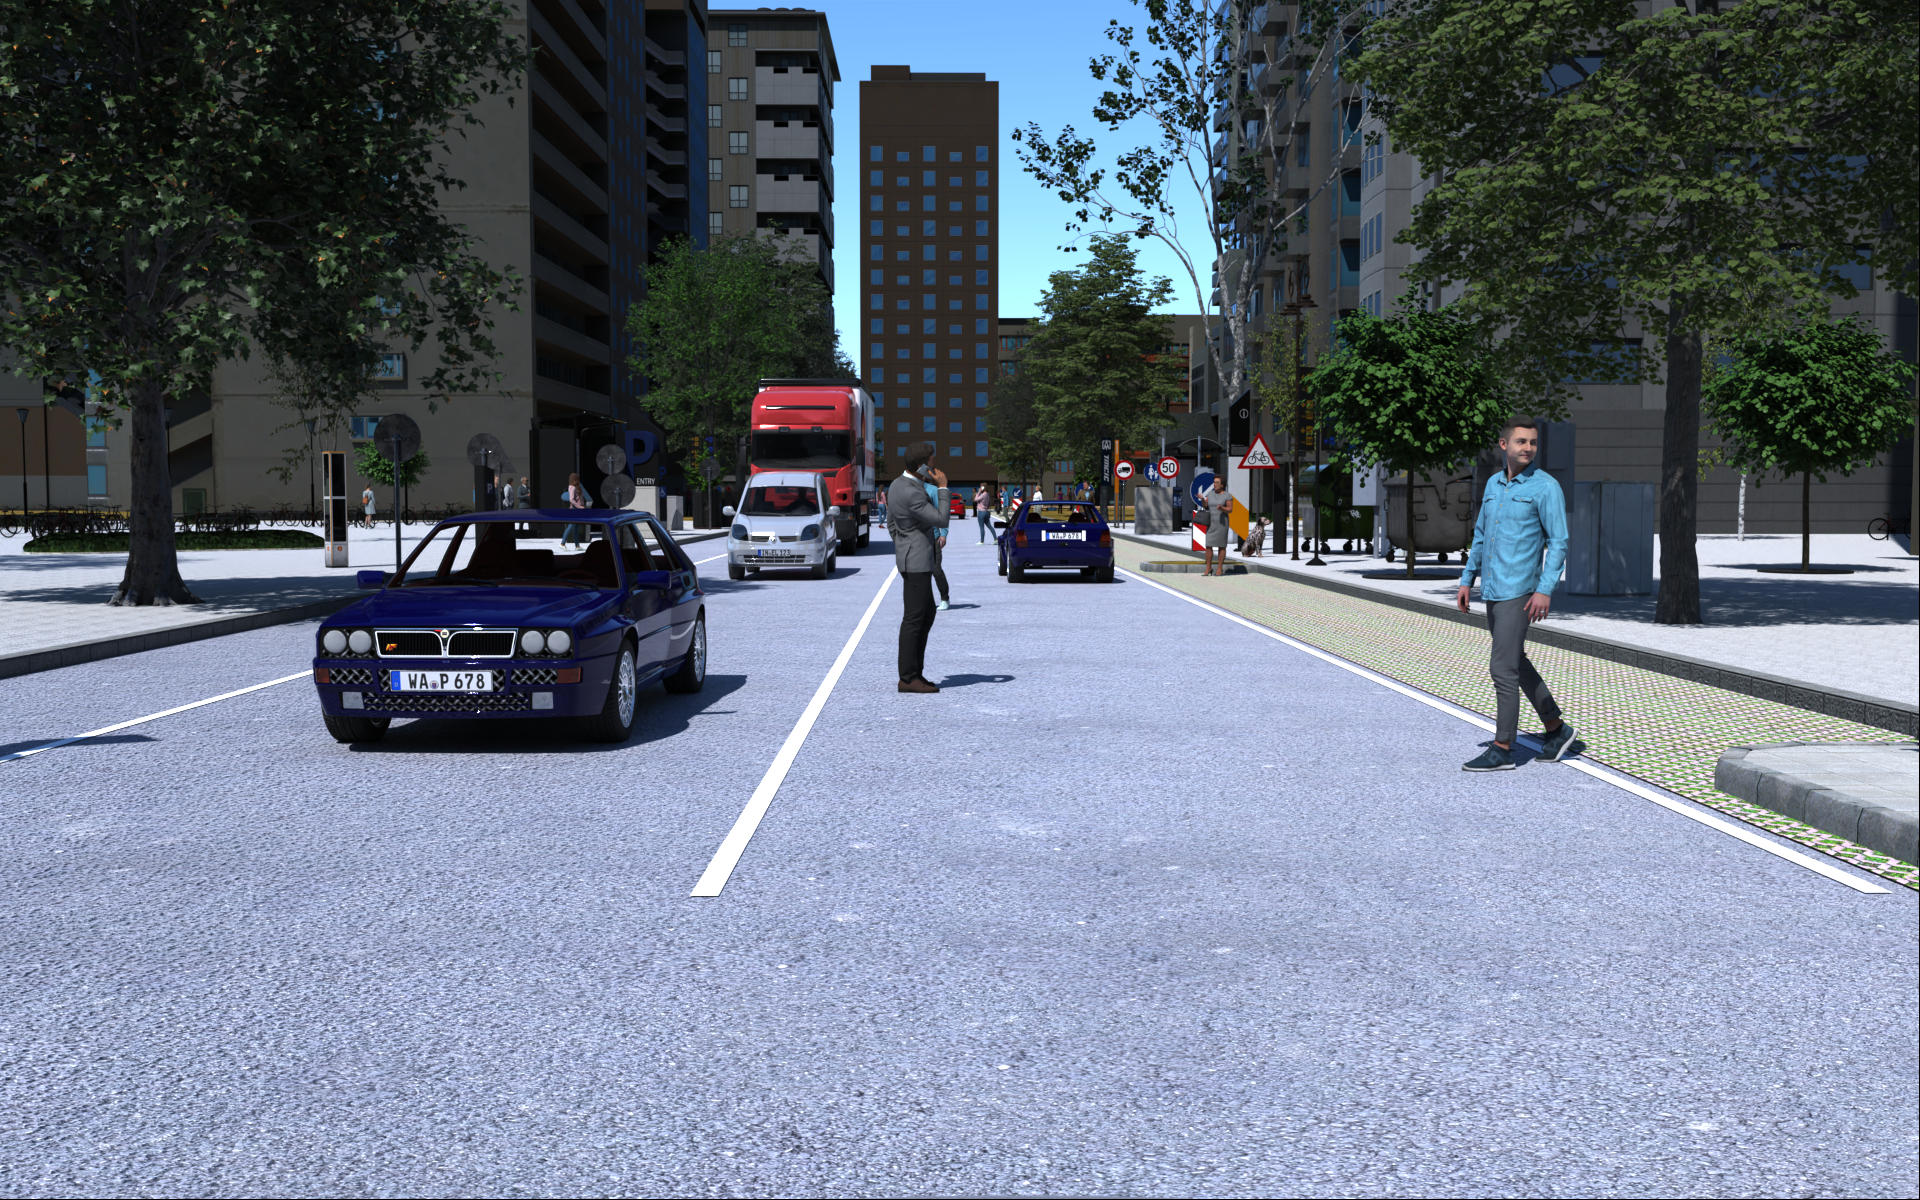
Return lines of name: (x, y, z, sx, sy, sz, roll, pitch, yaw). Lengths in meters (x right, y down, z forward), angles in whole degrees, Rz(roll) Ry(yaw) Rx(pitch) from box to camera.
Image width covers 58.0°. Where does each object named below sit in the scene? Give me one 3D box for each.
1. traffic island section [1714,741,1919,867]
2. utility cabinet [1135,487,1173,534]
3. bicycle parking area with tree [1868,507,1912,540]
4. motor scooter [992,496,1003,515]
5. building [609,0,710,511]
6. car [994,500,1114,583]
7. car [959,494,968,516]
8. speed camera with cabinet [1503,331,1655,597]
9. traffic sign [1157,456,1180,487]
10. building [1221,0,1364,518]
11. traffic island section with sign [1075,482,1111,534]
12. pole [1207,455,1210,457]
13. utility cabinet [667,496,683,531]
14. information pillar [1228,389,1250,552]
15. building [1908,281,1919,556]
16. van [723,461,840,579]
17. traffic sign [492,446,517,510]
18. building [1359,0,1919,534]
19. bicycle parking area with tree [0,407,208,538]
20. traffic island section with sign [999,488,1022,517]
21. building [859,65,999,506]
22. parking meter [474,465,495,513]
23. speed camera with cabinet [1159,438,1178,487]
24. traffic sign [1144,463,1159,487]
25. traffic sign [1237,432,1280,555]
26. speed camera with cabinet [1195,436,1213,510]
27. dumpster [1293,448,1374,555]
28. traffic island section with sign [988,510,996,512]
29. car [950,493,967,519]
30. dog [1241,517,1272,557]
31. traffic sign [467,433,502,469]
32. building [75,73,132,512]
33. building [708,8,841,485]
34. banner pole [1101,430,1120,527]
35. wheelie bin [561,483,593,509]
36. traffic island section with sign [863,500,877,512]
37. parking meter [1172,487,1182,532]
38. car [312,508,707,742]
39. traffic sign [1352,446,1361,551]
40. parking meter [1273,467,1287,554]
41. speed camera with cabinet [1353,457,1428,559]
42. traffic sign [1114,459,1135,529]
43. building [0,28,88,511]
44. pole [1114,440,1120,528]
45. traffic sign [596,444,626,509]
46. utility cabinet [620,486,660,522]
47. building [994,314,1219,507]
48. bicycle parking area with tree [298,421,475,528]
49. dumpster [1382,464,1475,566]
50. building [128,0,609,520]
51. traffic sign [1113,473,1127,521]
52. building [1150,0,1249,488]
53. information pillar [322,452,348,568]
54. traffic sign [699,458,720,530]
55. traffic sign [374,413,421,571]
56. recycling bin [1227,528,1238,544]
traffic island section: (4.650, 0.904, 7.507, 2.009, 0.180, 2.903, 0, 4, -1)
utility cabinet: (6.162, -2.842, 55.143, 1.173, 1.500, 0.318, -1, 4, -14)
bicycle parking area with tree: (29.476, -3.549, 45.022, 9.016, 4.147, 8.231, 0, 4, 4)
motor scooter: (2.652, -6.586, 120.457, 0.815, 1.314, 1.986, 0, 4, 0)
building: (-28.188, -29.938, 139.594, 14.200, 45.320, 14.600, 0, 4, -1)
car: (1.572, -1.021, 29.272, 1.945, 1.354, 3.894, 0, 4, -2)
car: (-0.502, -6.258, 112.539, 2.015, 1.641, 3.980, 0, 4, -1)
speed camera with cabinet: (7.738, -1.669, 21.622, 2.038, 3.252, 0.660, -2, 4, -26)
traffic sign: (7.035, -3.571, 58.485, 0.768, 2.556, 0.104, 0, 4, 6)
building: (28.430, -29.367, 99.757, 23.786, 49.044, 30.456, 0, 4, -1)
traffic island section with sign: (4.078, -3.084, 59.057, 1.989, 1.847, 2.006, 0, 4, -1)
pole: (9.760, -4.552, 68.276, 0.158, 3.312, 0.155, 0, 3, 0)
utility cabinet: (-10.167, -3.060, 61.186, 0.306, 1.237, 1.020, -3, 5, -43)
information pillar: (6.219, -2.886, 38.534, 0.504, 3.616, 0.183, -1, 4, -15)
building: (32.013, -22.854, 28.284, 28.867, 44.769, 22.147, 0, 4, -1)
van: (-3.083, -1.431, 30.412, 2.013, 2.044, 4.112, 0, 4, -1)
traffic sign: (-11.863, -2.731, 44.655, 0.884, 2.594, 0.081, 0, 4, 6)
building: (26.840, -32.156, 67.753, 21.231, 58.520, 28.212, 0, 4, -1)
bicycle parking area with tree: (-28.788, -4.342, 57.997, 8.231, 4.147, 9.016, 1, 4, 20)
traffic island section with sign: (3.493, -6.201, 110.011, 1.989, 1.847, 2.006, 0, 4, -1)
building: (-3.221, -32.688, 184.559, 14.200, 45.320, 14.600, 0, 4, -1)
parking meter: (-9.613, -1.795, 35.065, 0.255, 1.863, 0.399, 1, 4, 19)
speed camera with cabinet: (7.294, -4.045, 60.478, 0.660, 3.252, 2.038, 0, 4, 6)
traffic sign: (7.822, -4.283, 70.129, 0.768, 2.556, 0.104, 0, 4, 4)
traffic sign: (6.286, -2.234, 36.524, 0.884, 2.594, 0.081, 0, 4, 3)
speed camera with cabinet: (8.300, -3.909, 58.255, 0.660, 3.252, 2.038, 0, 4, 2)
dumpster: (8.106, -2.125, 37.233, 1.502, 2.255, 1.985, 0, 4, 0)
traffic island section with sign: (3.184, -7.849, 136.964, 1.989, 1.847, 2.006, 0, 4, -1)
car: (-0.677, -5.514, 99.202, 2.155, 1.783, 4.494, 0, 4, -3)
dog: (5.977, -1.281, 35.325, 0.513, 0.831, 0.800, -1, 4, -10)
traffic sign: (-9.949, -2.210, 36.236, 0.768, 2.556, 0.104, 0, 4, 7)
building: (-50.658, -31.497, 134.589, 30.456, 49.044, 23.786, 0, 4, -1)
building: (-25.355, -36.771, 190.440, 27.495, 52.752, 28.713, 0, 4, -1)
banner pole: (5.818, -4.720, 67.196, 0.863, 3.779, 0.401, -2, 4, -24)
wheelie bin: (-10.056, -2.296, 45.454, 0.693, 1.594, 0.980, 0, 4, 4)
traffic island section with sign: (-7.533, -7.824, 136.547, 1.989, 1.847, 2.006, 0, 4, -1)
parking meter: (7.383, -3.094, 58.993, 0.372, 1.533, 0.369, 0, 3, 0)
car: (-2.751, 0.082, 11.235, 1.945, 1.354, 3.894, 0, 4, 1)
traffic sign: (8.941, -2.362, 38.726, 0.768, 2.556, 0.104, 0, 4, 2)
parking meter: (6.868, -1.923, 37.155, 0.255, 1.863, 0.399, 1, 4, 17)
speed camera with cabinet: (8.691, -2.479, 34.866, 2.038, 3.252, 0.660, -3, 5, -45)
traffic sign: (6.040, -3.894, 63.772, 0.768, 2.556, 0.104, 0, 4, 4)
building: (-73.038, -29.913, 139.189, 14.200, 45.320, 14.600, 0, 4, -1)
pole: (5.921, -4.368, 65.256, 0.158, 3.312, 0.155, 0, 3, 0)
traffic sign: (-8.951, -2.712, 44.443, 0.768, 2.556, 0.104, 0, 4, 3)
utility cabinet: (-9.189, -2.500, 49.552, 1.173, 1.500, 0.318, 1, 4, 13)
building: (18.261, -21.184, 191.397, 28.899, 21.520, 27.650, 0, 4, -1)
bicycle parking area with tree: (-24.074, -5.066, 69.826, 9.016, 4.147, 8.231, 3, 4, 38)
dumpster: (8.568, -1.584, 31.663, 1.264, 1.857, 1.865, 0, 4, -1)
building: (-31.580, -28.738, 93.567, 21.300, 48.544, 21.600, 0, 4, -1)
traffic sign: (7.618, -5.002, 81.891, 0.768, 2.556, 0.104, 0, 4, 4)
building: (27.519, -49.989, 129.992, 22.319, 86.520, 31.000, 0, 4, -1)
information pillar: (-10.866, -1.569, 30.138, 0.304, 2.012, 0.304, -3, 5, -42)
traffic sign: (-8.894, -3.758, 61.553, 0.768, 2.556, 0.104, 0, 4, 3)
traffic sign: (-8.897, -1.669, 27.391, 0.768, 2.556, 0.104, 0, 4, 4)
recycling bin: (6.875, -1.989, 45.078, 0.722, 1.027, 0.722, 2, 4, 27)
